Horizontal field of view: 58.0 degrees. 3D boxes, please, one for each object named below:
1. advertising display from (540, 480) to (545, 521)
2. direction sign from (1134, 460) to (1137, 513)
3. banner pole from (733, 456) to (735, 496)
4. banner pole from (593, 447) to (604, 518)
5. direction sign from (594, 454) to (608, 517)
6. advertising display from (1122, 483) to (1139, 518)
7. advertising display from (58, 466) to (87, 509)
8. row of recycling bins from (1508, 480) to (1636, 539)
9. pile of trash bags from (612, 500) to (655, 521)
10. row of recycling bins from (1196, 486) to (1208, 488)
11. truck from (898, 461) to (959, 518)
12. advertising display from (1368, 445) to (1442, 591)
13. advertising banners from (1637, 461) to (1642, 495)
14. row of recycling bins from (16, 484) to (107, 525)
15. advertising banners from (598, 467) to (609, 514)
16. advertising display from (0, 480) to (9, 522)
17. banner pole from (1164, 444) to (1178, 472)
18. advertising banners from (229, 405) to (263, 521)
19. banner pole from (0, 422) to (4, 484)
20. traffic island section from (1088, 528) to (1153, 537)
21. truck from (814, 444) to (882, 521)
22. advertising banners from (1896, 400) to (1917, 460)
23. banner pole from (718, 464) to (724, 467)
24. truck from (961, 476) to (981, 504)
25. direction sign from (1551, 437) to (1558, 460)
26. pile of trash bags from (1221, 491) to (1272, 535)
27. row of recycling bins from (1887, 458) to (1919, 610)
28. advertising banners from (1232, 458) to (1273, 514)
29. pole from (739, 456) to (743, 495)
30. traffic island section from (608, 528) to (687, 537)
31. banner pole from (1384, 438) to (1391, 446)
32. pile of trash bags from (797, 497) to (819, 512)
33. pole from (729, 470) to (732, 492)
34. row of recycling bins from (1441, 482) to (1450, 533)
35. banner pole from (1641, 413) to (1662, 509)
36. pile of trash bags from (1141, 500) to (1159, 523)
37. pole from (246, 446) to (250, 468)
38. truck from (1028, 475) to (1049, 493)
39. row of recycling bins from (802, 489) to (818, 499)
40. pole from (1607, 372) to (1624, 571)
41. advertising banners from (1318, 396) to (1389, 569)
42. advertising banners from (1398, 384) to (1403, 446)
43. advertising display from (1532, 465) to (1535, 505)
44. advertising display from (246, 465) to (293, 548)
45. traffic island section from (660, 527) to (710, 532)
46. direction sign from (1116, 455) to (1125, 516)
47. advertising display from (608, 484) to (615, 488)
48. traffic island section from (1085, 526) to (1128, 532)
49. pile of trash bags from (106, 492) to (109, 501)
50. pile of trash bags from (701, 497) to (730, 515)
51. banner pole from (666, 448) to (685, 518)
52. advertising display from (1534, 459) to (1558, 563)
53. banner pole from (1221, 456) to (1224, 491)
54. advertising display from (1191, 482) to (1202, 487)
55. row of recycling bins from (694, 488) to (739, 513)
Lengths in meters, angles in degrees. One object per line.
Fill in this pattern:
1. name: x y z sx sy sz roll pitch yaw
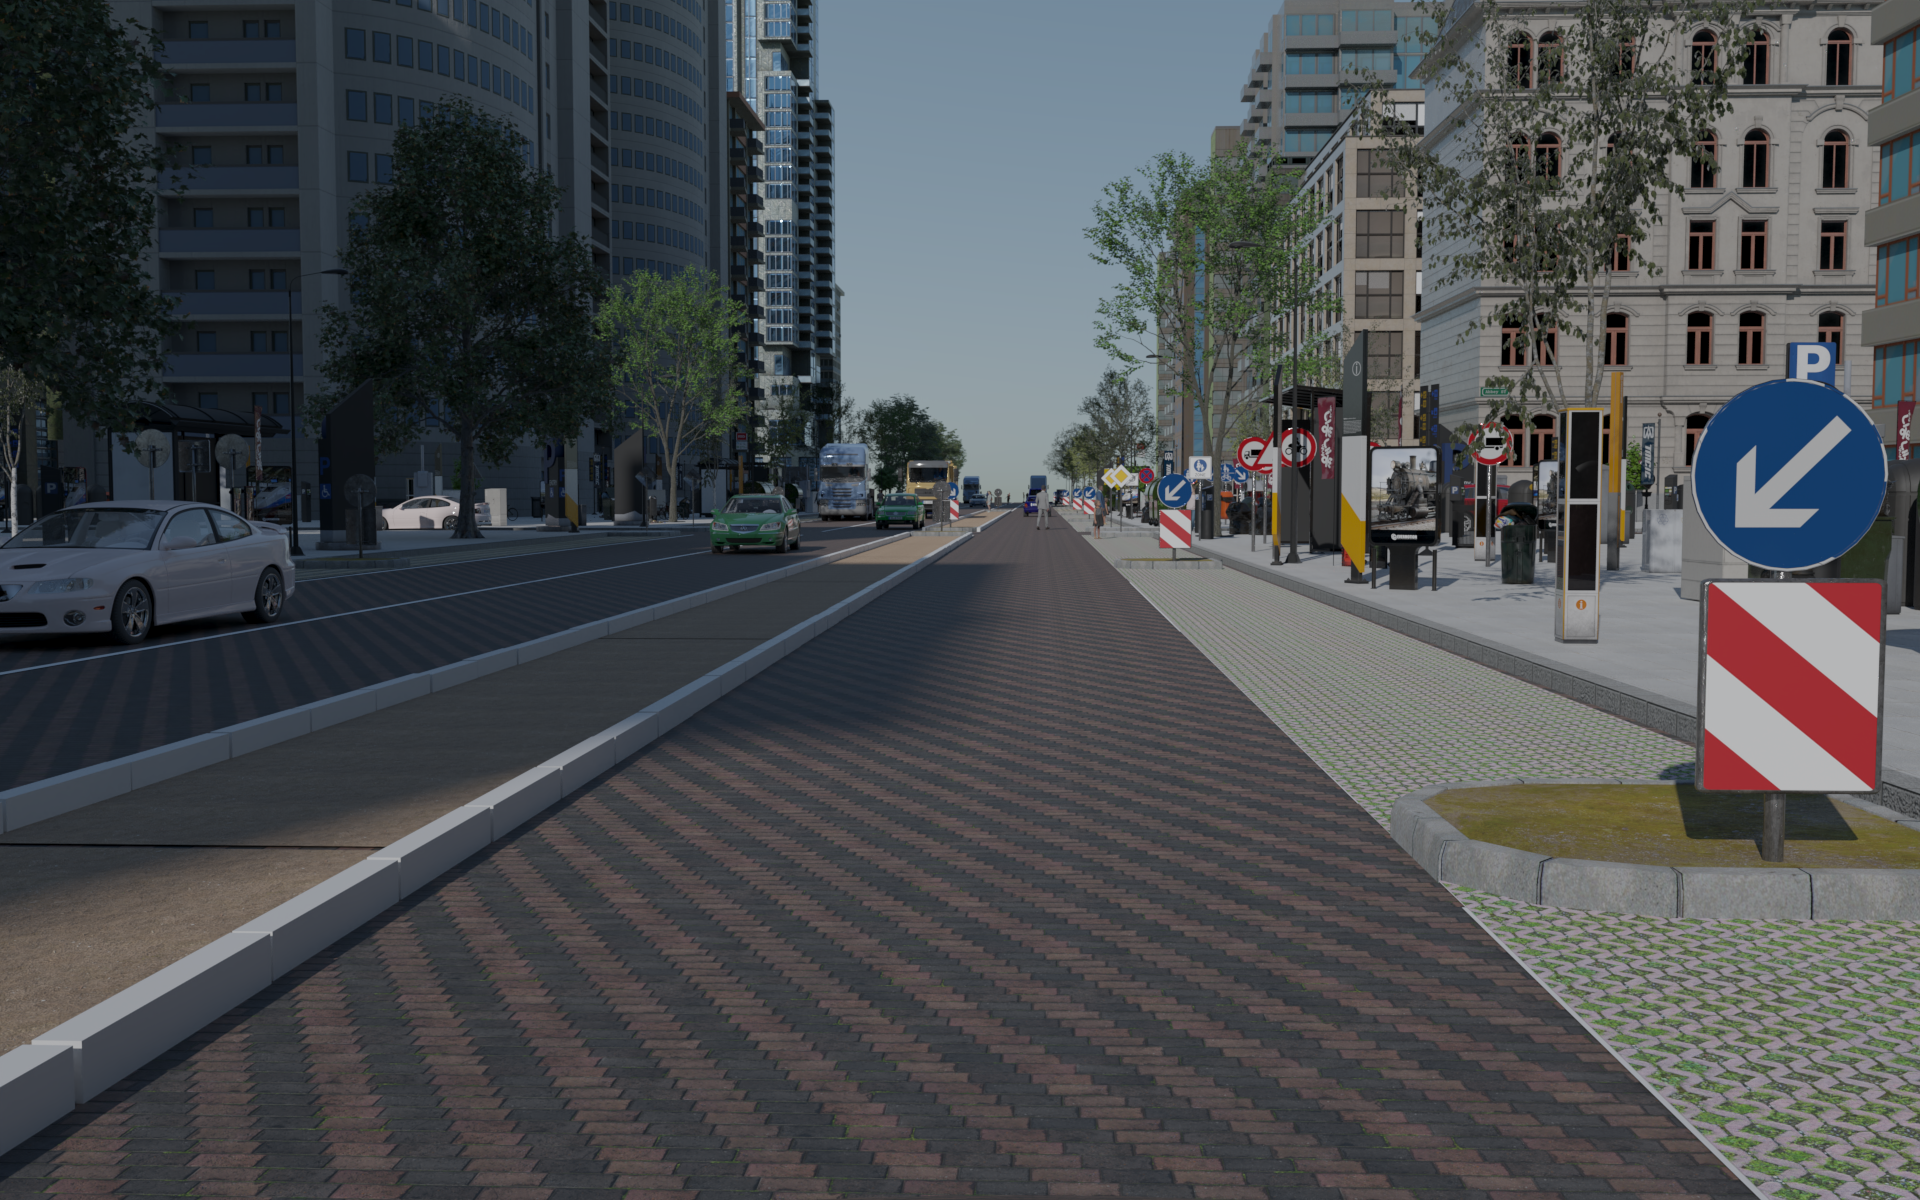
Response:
1. advertising display: -19.151 -4.635 80.999 0.974 1.923 0.123 0 4 4
2. direction sign: 11.773 -7.600 116.259 0.379 3.537 0.876 1 4 12
3. banner pole: -14.973 -7.623 114.655 0.401 3.779 0.863 0 4 2
4. banner pole: -19.117 -6.233 91.923 0.401 3.779 0.863 3 5 42
5. direction sign: -20.317 -6.529 98.750 0.379 3.537 0.876 -3 5 -41
6. advertising display: 9.089 -5.357 92.797 0.974 1.923 0.123 1 4 21
7. advertising display: -20.898 -2.178 40.829 0.123 1.923 0.974 0 4 4
8. row of recycling bins: 17.536 -2.608 49.748 3.534 1.692 1.069 0 4 2
9. pile of trash bags: -15.528 -4.393 81.585 1.912 1.369 3.447 0 4 4
10. row of recycling bins: 11.848 -5.111 90.673 3.534 1.692 1.069 -2 4 -23
11. truck: -1.624 -6.504 102.256 3.469 3.379 9.791 0 4 3
12. advertising display: 5.941 -1.097 23.150 0.974 1.923 0.123 3 4 37
13. advertising banners: 30.180 -5.009 78.091 2.074 3.025 0.090 -2 4 -26
14. row of recycling bins: -37.362 -3.961 71.869 3.534 1.692 1.069 -1 4 -22
15. advertising banners: -23.286 -7.158 113.217 0.090 3.025 2.074 -2 4 -29
16. advertising display: -44.498 -4.588 80.227 0.974 1.923 0.123 1 4 16
17. banner pole: 10.700 -5.964 87.536 0.863 3.779 0.401 1 4 17
18. advertising banners: -13.769 -2.282 33.493 0.090 3.025 2.074 0 4 -5
19. banner pole: -29.486 -3.835 52.713 0.401 3.779 0.863 2 4 32
20. traffic island section: 5.470 -2.224 58.639 2.009 0.180 2.903 0 4 3
21. truck: -5.955 -6.633 98.215 2.967 4.110 18.799 0 4 1
22. advertising banners: 17.022 -2.199 32.138 2.074 3.025 0.090 -2 4 -26
23. banner pole: -17.098 -8.273 125.284 0.863 3.779 0.401 -1 4 -8
24. truck: 2.175 -16.814 264.670 2.967 4.110 18.799 0 4 4
25. direction sign: 23.655 -4.672 68.386 0.379 3.537 0.876 -2 4 -24
26. pile of trash bags: 9.311 -2.801 55.552 1.912 1.369 3.447 -2 4 -27
27. row of recycling bins: 11.182 -0.809 20.332 1.069 1.692 3.534 1 4 10
28. advertising banners: 14.288 -5.399 84.460 2.074 3.025 0.090 2 4 24
29. pole: -11.659 -6.014 92.167 0.158 3.312 0.155 0 3 0
30. traffic island section: -10.755 -2.269 59.382 2.009 0.180 2.903 0 4 3
31. banner pole: 19.232 -5.382 78.010 0.401 3.779 0.863 3 4 36
32. pile of trash bags: -11.142 -6.994 124.107 1.912 1.369 3.447 1 4 18
33. pole: -17.461 -8.450 131.995 0.158 3.312 0.155 0 3 0
34. row of recycling bins: 15.054 -3.115 58.050 3.534 1.692 1.069 1 4 22
35. banner pole: 21.355 -3.880 53.448 0.401 3.779 0.863 -2 4 -29
36. pile of trash bags: 9.616 -4.076 76.403 3.447 1.369 1.912 1 4 15
37. pole: -29.969 -4.839 72.964 0.158 3.312 0.155 0 3 0
38. truck: 10.959 -15.418 241.850 2.967 4.110 18.799 0 4 3
39. row of recycling bins: -11.459 -7.633 131.910 3.534 1.692 1.069 -2 4 -28
40. pole: 10.984 -2.152 29.033 0.158 3.312 0.155 0 3 0
41. advertising banners: 6.905 -2.094 30.433 0.090 3.025 2.074 -2 4 -25
42. advertising banners: 6.925 -1.890 27.083 0.090 3.025 2.074 1 4 12
43. advertising display: 12.592 -1.928 36.737 0.123 1.923 0.974 -3 5 -40
44. advertising display: -15.616 -2.079 39.209 0.974 1.923 0.123 -2 4 -30
45. traffic island section: -10.390 -2.757 67.359 2.009 0.180 2.903 0 4 3
46. direction sign: 9.365 -6.676 101.146 0.379 3.537 0.876 -2 4 -26
47. advertising display: -23.251 -6.766 115.842 0.123 1.923 0.974 3 5 43
48. traffic island section: 5.834 -2.712 66.616 2.009 0.180 2.903 0 4 3
49. pile of trash bags: -69.382 -8.144 142.912 1.912 1.369 3.447 3 5 41
50. pile of trash bags: -14.745 -5.789 104.397 1.912 1.369 3.447 -1 4 -21
51. banner pole: -15.656 -6.396 94.587 0.863 3.779 0.401 -2 4 -33
52. advertising display: 11.101 -1.650 32.196 0.123 1.923 0.974 -1 4 -22
53. banner pole: 17.100 -7.547 113.405 0.401 3.779 0.863 3 5 43
54. advertising display: 12.600 -5.406 93.598 0.974 1.923 0.123 -1 4 -10
55. row of recycling bins: -16.259 -6.705 116.747 3.534 1.692 1.069 -2 4 -29
